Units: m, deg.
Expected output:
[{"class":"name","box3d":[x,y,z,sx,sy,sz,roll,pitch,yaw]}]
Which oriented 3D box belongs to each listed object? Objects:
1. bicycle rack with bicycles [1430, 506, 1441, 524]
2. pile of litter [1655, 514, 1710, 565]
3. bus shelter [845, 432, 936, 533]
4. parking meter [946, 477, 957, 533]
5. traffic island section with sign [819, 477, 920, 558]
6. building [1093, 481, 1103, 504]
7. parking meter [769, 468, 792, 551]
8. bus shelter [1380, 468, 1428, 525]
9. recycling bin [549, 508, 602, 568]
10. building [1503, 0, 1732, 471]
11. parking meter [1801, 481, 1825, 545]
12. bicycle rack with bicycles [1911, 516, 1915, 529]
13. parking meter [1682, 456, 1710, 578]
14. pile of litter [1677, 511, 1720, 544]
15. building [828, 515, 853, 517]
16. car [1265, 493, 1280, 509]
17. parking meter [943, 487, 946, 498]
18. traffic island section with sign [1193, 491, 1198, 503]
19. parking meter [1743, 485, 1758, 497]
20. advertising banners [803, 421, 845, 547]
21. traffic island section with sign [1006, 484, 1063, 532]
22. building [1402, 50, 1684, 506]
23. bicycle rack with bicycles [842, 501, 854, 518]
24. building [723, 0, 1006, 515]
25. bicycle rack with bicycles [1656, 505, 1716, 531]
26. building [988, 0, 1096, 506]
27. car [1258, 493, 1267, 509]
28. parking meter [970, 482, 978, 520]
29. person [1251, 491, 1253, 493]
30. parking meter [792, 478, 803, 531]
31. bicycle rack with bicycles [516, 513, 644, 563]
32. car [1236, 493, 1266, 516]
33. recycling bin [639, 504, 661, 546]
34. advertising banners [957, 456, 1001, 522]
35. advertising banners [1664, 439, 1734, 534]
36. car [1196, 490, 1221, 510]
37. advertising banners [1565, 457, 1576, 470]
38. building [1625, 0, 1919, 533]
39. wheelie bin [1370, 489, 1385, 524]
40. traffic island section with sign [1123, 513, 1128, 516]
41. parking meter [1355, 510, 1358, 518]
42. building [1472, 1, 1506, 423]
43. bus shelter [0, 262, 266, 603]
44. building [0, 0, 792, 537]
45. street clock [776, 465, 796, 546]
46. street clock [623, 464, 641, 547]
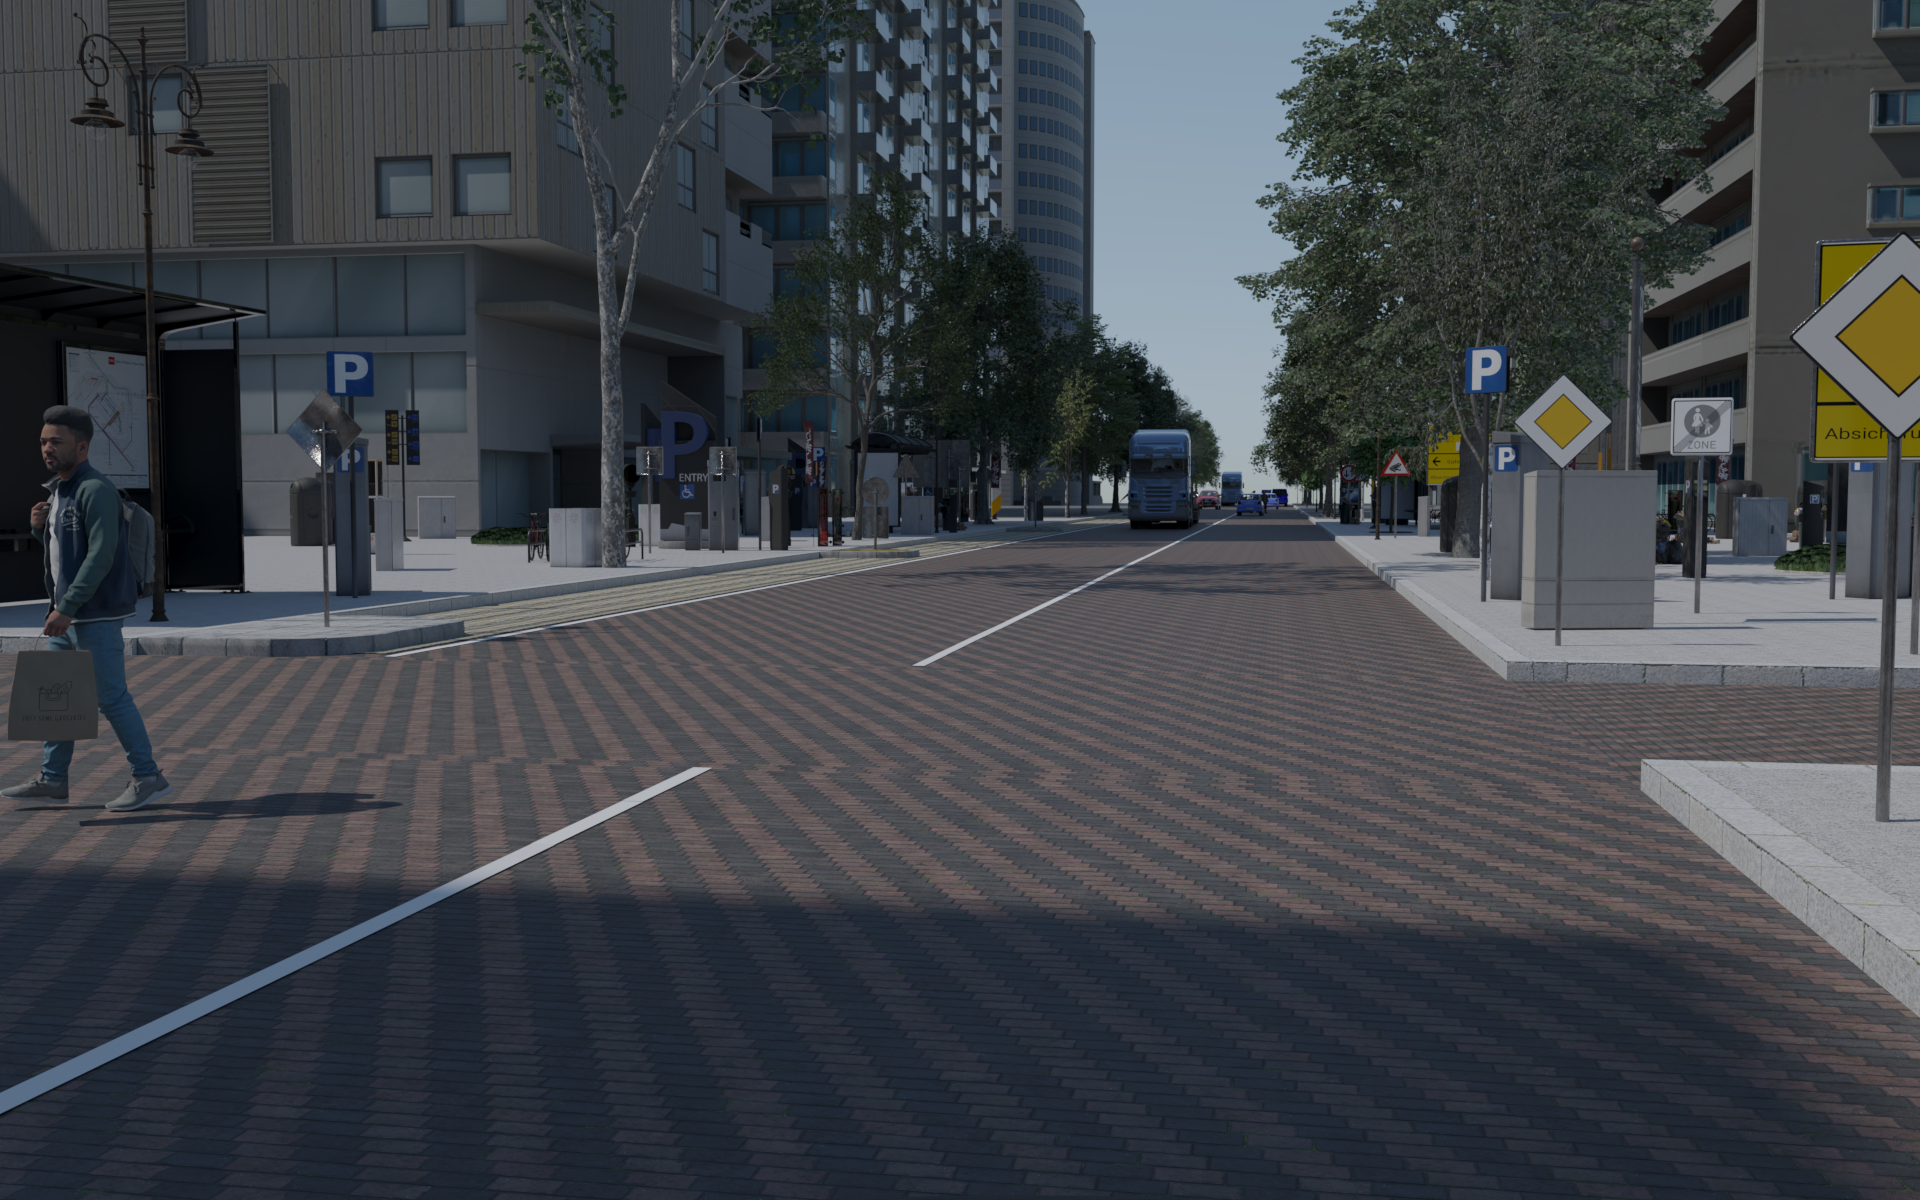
[{"class":"bicycle rack with bicycles","box3d":[21.393,-3.740,74.530,2.925,0.926,2.852,1,4,23]},{"class":"pile of litter","box3d":[12.581,-1.091,31.797,1.719,0.858,1.176,-1,4,-16]},{"class":"bus shelter","box3d":[-2.259,-3.976,58.938,2.014,3.302,5.546,1,4,11]},{"class":"parking meter","box3d":[-0.225,-3.161,57.395,0.255,1.863,0.399,0,4,3]},{"class":"traffic island section with sign","box3d":[-1.980,-1.872,39.235,1.989,1.847,2.006,1,4,10]},{"class":"building","box3d":[2.152,-32.800,228.165,32.217,40.220,23.993,1,4,10]},{"class":"parking meter","box3d":[-4.114,-2.053,39.275,0.399,1.863,0.255,2,4,31]},{"class":"bus shelter","box3d":[17.692,-4.599,69.113,2.014,3.302,5.546,1,4,10]},{"class":"recycling bin","box3d":[-6.748,-1.100,30.534,0.722,1.027,0.722,1,4,19]},{"class":"building","box3d":[42.003,-26.170,111.476,14.154,41.232,14.086,1,4,10]},{"class":"parking meter","box3d":[16.106,-1.486,32.706,0.372,1.533,0.369,0,3,0]},{"class":"bicycle rack with bicycles","box3d":[29.040,-2.379,52.271,2.852,0.926,2.925,-2,4,-24]},{"class":"parking meter","box3d":[11.250,-1.270,26.481,0.255,1.863,0.399,0,4,3]},{"class":"pile of litter","box3d":[19.136,-1.914,45.266,1.176,0.858,1.719,0,4,1]},{"class":"building","box3d":[-14.292,-29.949,109.267,23.786,49.044,30.456,1,4,10]},{"class":"car","box3d":[29.028,-9.346,162.403,1.945,1.707,3.694,1,4,10]},{"class":"parking meter","box3d":[-0.816,-4.696,82.487,0.399,1.863,0.255,2,4,34]},{"class":"traffic island section with sign","box3d":[26.592,-11.404,195.082,1.989,1.847,2.006,1,4,10]},{"class":"parking meter","box3d":[21.863,-2.418,47.943,0.372,1.533,0.369,0,3,0]},{"class":"advertising banners","box3d":[-3.339,-2.822,42.321,0.090,3.025,2.074,2,4,24]},{"class":"traffic island section with sign","box3d":[2.872,-3.494,65.751,1.989,1.847,2.006,1,4,10]},{"class":"building","box3d":[66.436,-37.500,202.365,28.713,52.752,27.495,1,4,10]},{"class":"bicycle rack with bicycles","box3d":[-5.168,-4.752,91.070,2.925,0.926,2.852,-3,5,-42]},{"class":"building","box3d":[-9.299,-31.791,139.390,23.786,49.044,30.456,1,4,10]},{"class":"bicycle rack with bicycles","box3d":[24.410,-2.788,58.959,2.852,0.926,2.925,-2,4,-28]},{"class":"building","box3d":[3.588,-40.293,200.789,21.231,58.520,28.212,1,4,10]},{"class":"car","box3d":[29.925,-10.015,173.342,1.945,1.707,3.694,1,4,10]},{"class":"parking meter","box3d":[0.682,-4.876,85.441,0.255,1.863,0.399,-2,4,-27]},{"class":"person","box3d":[31.704,-10.900,187.451,1.217,1.736,0.721,-1,4,-21]},{"class":"parking meter","box3d":[-5.715,-3.349,60.465,0.399,1.863,0.255,-2,4,-28]},{"class":"bicycle rack with bicycles","box3d":[-7.277,-1.200,32.999,2.852,0.926,2.925,0,4,2]},{"class":"car","box3d":[19.298,-6.450,115.050,1.945,1.707,3.694,1,4,12]},{"class":"recycling bin","box3d":[-7.450,-1.851,42.817,0.722,1.027,0.722,2,4,26]},{"class":"advertising banners","box3d":[0.900,-5.085,79.323,2.074,3.025,0.090,0,4,-5]},{"class":"advertising banners","box3d":[23.543,-3.607,55.161,2.074,3.025,0.090,0,4,5]},{"class":"car","box3d":[23.129,-9.313,160.941,2.281,1.827,5.304,1,4,12]},{"class":"advertising banners","box3d":[18.759,-3.599,55.027,0.090,3.025,2.074,-2,4,-30]},{"class":"building","box3d":[38.288,-26.914,63.739,21.300,48.544,21.600,1,4,10]},{"class":"wheelie bin","box3d":[18.328,-4.135,75.521,0.980,1.594,0.693,3,4,38]},{"class":"traffic island section with sign","box3d":[11.851,-6.485,114.652,1.989,1.847,2.006,1,4,10]},{"class":"parking meter","box3d":[19.873,-4.803,86.941,0.372,1.533,0.369,0,3,0]},{"class":"building","box3d":[51.440,-31.349,132.169,23.786,49.044,30.456,1,4,10]},{"class":"bus shelter","box3d":[-10.278,-1.720,19.405,1.731,3.624,6.357,1,4,11]},{"class":"building","box3d":[-23.006,-29.037,63.991,28.713,52.752,27.495,1,4,10]},{"class":"street clock","box3d":[-4.296,-2.334,42.737,0.471,2.002,0.358,-2,4,-32]},{"class":"street clock","box3d":[-7.964,-2.279,41.834,0.471,2.002,0.358,-3,4,-36]}]
